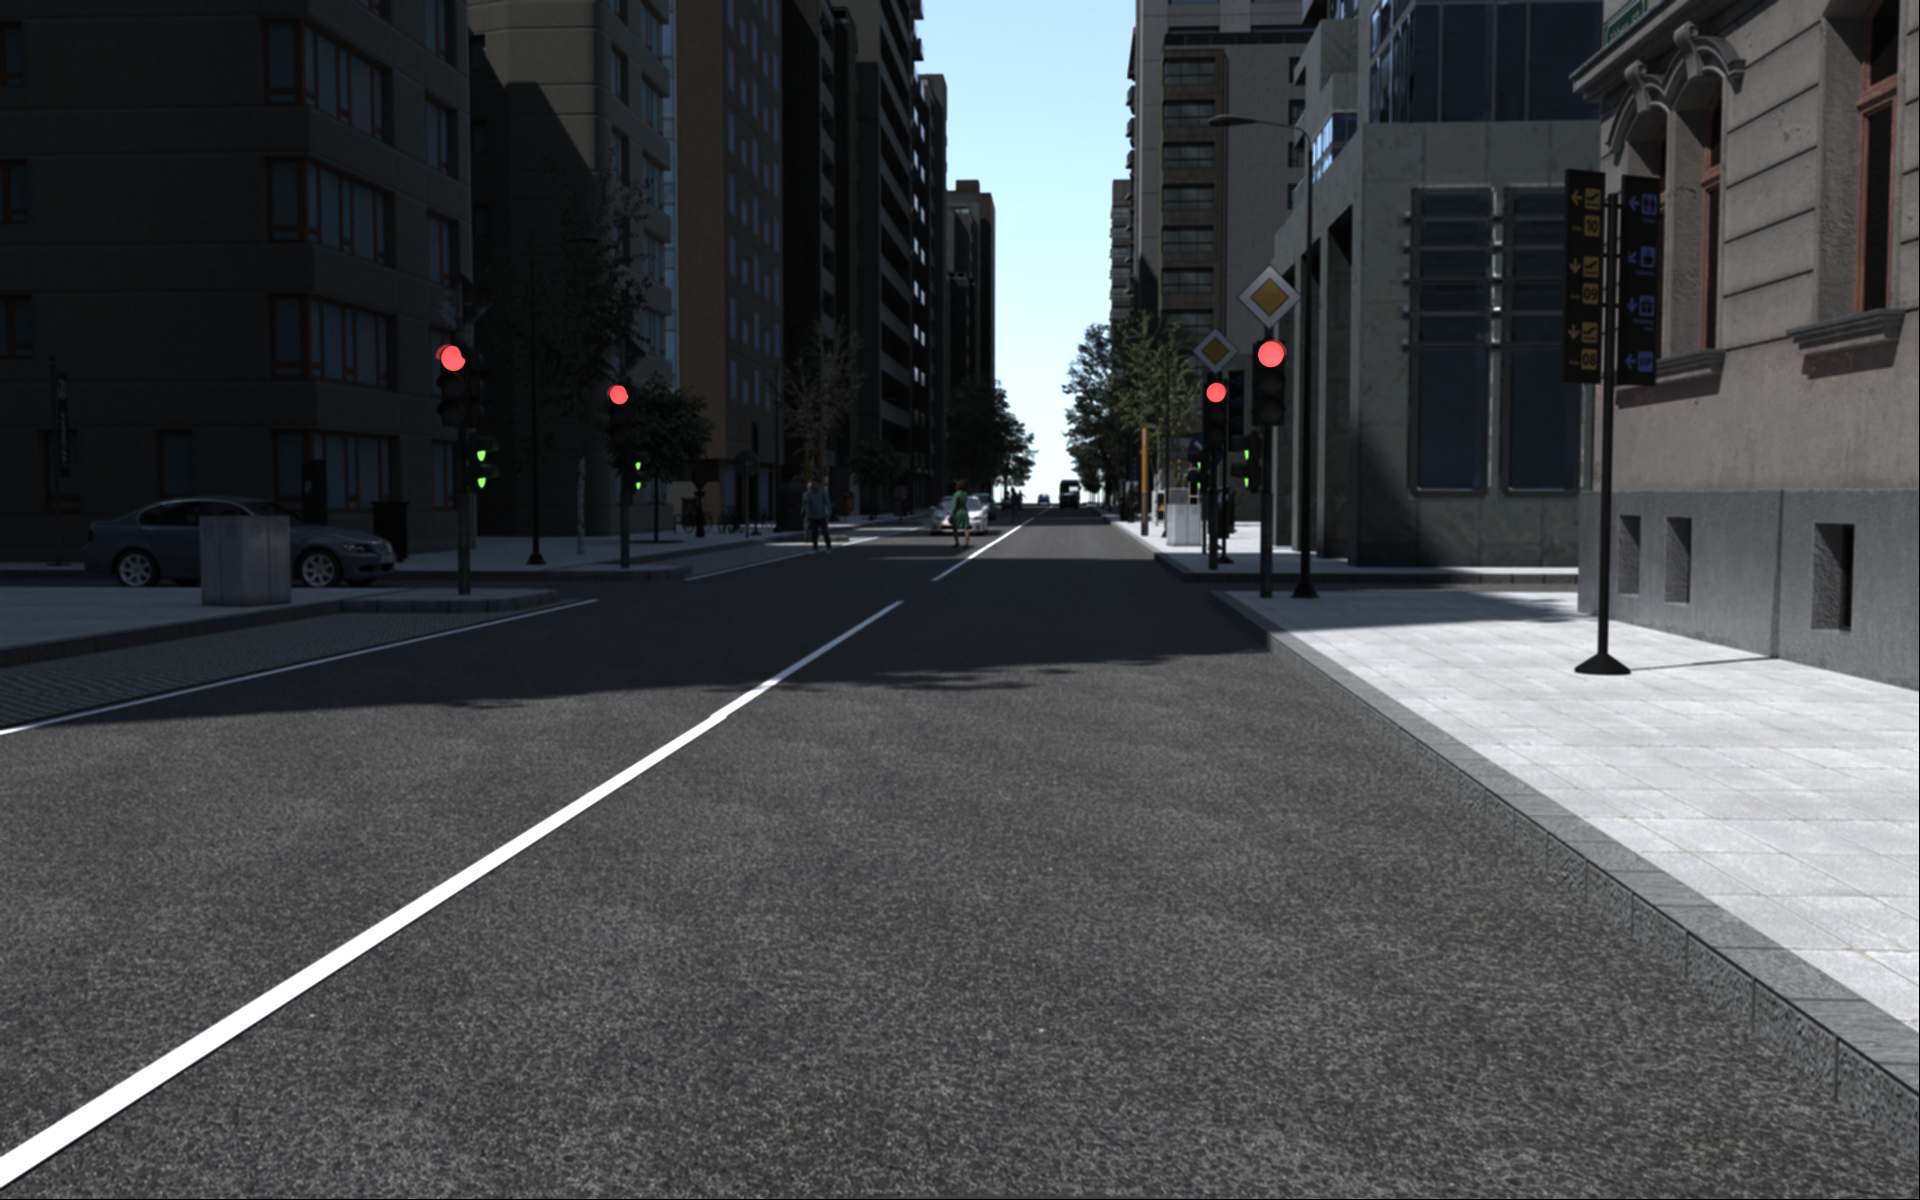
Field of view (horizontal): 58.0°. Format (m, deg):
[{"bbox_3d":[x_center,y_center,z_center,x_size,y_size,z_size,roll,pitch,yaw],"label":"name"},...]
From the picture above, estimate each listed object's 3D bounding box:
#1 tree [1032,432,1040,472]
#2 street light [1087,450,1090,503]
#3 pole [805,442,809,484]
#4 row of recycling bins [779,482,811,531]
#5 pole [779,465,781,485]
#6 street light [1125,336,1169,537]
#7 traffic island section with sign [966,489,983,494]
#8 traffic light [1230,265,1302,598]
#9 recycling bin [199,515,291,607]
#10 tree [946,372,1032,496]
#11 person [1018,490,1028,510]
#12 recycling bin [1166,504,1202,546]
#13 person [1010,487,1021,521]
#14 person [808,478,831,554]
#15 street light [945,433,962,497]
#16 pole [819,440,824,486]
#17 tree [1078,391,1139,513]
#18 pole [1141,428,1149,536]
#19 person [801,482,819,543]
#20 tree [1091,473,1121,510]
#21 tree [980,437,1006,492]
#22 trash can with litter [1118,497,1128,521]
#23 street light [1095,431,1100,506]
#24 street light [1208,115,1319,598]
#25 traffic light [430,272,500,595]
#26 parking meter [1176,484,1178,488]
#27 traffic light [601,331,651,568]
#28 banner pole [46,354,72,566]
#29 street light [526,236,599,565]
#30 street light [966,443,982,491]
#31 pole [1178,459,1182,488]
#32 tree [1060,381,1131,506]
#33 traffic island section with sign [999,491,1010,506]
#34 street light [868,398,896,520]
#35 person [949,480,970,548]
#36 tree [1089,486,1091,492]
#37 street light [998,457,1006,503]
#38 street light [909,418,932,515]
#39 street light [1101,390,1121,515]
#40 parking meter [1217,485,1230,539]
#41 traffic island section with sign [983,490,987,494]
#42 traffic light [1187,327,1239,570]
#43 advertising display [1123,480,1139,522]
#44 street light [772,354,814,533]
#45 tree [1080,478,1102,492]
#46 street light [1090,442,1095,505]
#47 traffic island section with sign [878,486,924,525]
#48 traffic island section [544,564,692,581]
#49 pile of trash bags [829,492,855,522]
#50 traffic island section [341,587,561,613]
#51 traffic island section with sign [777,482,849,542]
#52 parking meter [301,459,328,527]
[{"bbox_3d":[7.088,-21.888,264.528,9.857,13.997,8.962,0,3,0],"label":"tree"},{"bbox_3d":[12.165,-11.083,153.753,1.470,5.913,1.316,0,4,4],"label":"street light"},{"bbox_3d":[-5.940,-4.491,67.263,0.158,3.312,0.155,0,3,0],"label":"pole"},{"bbox_3d":[-5.751,-3.299,61.053,1.069,1.692,3.534,0,4,4],"label":"row of recycling bins"},{"bbox_3d":[-8.914,-5.595,85.324,0.158,3.312,0.155,0,3,0],"label":"pole"},{"bbox_3d":[5.585,-4.807,51.136,1.470,5.913,1.316,0,4,4],"label":"street light"},{"bbox_3d":[0.464,-7.326,128.413,1.989,1.847,2.006,0,4,4],"label":"traffic island section with sign"},{"bbox_3d":[3.778,-1.985,21.378,0.839,4.253,0.868,0,4,4],"label":"traffic light"},{"bbox_3d":[-8.306,-0.464,20.141,0.722,1.027,0.722,2,4,25],"label":"recycling bin"},{"bbox_3d":[1.062,-16.721,180.051,9.857,13.997,8.962,0,3,0],"label":"tree"},{"bbox_3d":[5.593,-9.309,160.705,1.348,1.824,0.705,-1,4,-9],"label":"person"},{"bbox_3d":[5.534,-1.851,42.812,0.722,1.027,0.722,0,4,-8],"label":"recycling bin"},{"bbox_3d":[2.858,-5.026,91.019,0.721,1.781,0.623,-1,4,-23],"label":"person"},{"bbox_3d":[-3.342,-2.018,41.506,0.660,1.820,0.620,1,4,21],"label":"person"},{"bbox_3d":[-0.567,-9.804,132.837,1.470,5.913,1.316,0,4,4],"label":"street light"},{"bbox_3d":[-5.209,-4.362,65.168,0.158,3.312,0.155,0,3,0],"label":"pole"},{"bbox_3d":[10.028,-10.029,114.331,4.360,8.622,3.978,0,3,0],"label":"tree"},{"bbox_3d":[5.679,-3.628,53.155,0.158,3.312,0.155,0,3,0],"label":"pole"},{"bbox_3d":[-4.355,-2.557,50.733,0.576,1.772,0.534,0,4,-6],"label":"person"},{"bbox_3d":[12.206,-9.033,142.283,1.663,3.219,1.824,0,3,0],"label":"tree"},{"bbox_3d":[3.279,-15.592,205.288,4.737,8.622,4.395,0,3,0],"label":"tree"},{"bbox_3d":[7.859,-4.395,83.242,0.624,1.170,1.055,0,4,0],"label":"trash can with litter"},{"bbox_3d":[9.000,-8.047,104.104,1.470,5.913,1.316,0,4,4],"label":"street light"},{"bbox_3d":[3.745,-2.986,21.367,1.470,5.913,1.316,0,4,4],"label":"street light"},{"bbox_3d":[-6.313,-2.024,22.008,0.839,4.253,0.868,0,4,4],"label":"traffic light"},{"bbox_3d":[12.839,-5.859,101.502,0.255,1.863,0.399,2,4,23],"label":"parking meter"},{"bbox_3d":[-5.802,-2.511,29.976,0.839,4.253,0.868,0,4,4],"label":"traffic light"},{"bbox_3d":[-16.196,-2.519,31.195,0.401,3.779,0.863,0,4,-6],"label":"banner pole"},{"bbox_3d":[-7.193,-3.598,31.372,1.470,5.913,1.316,0,4,4],"label":"street light"},{"bbox_3d":[1.128,-11.409,159.071,1.470,5.913,1.316,0,4,4],"label":"street light"},{"bbox_3d":[12.778,-6.537,100.721,0.158,3.312,0.155,0,3,0],"label":"pole"},{"bbox_3d":[15.997,-17.305,189.583,9.857,13.997,8.962,0,3,0],"label":"tree"},{"bbox_3d":[5.839,-12.441,212.030,1.989,1.847,2.006,0,4,4],"label":"traffic island section with sign"},{"bbox_3d":[-3.785,-6.829,84.192,1.470,5.913,1.316,0,4,4],"label":"street light"},{"bbox_3d":[0.017,-2.259,45.679,0.529,1.795,0.600,3,5,43],"label":"person"},{"bbox_3d":[17.183,-13.876,221.469,1.663,3.219,1.824,0,3,0],"label":"tree"},{"bbox_3d":[4.707,-14.903,216.201,1.470,5.913,1.316,0,4,4],"label":"street light"},{"bbox_3d":[-2.440,-8.185,106.366,1.470,5.913,1.316,0,4,4],"label":"street light"},{"bbox_3d":[7.159,-6.431,77.687,1.470,5.913,1.316,0,4,4],"label":"street light"},{"bbox_3d":[7.579,-2.539,49.916,0.372,1.533,0.369,0,3,0],"label":"parking meter"},{"bbox_3d":[2.205,-8.984,155.510,1.989,1.847,2.006,0,4,4],"label":"traffic island section with sign"},{"bbox_3d":[4.290,-2.473,29.347,0.839,4.253,0.868,0,4,4],"label":"traffic light"},{"bbox_3d":[7.974,-4.620,80.751,0.974,1.923,0.123,-3,5,-42],"label":"advertising display"},{"bbox_3d":[-5.536,-5.195,57.480,1.470,5.913,1.316,0,4,4],"label":"street light"},{"bbox_3d":[19.368,-16.645,255.851,4.285,4.588,4.351,0,3,0],"label":"tree"},{"bbox_3d":[10.522,-9.486,127.644,1.470,5.913,1.316,0,4,4],"label":"street light"},{"bbox_3d":[-2.683,-4.327,79.367,1.989,1.847,2.006,0,4,4],"label":"traffic island section with sign"},{"bbox_3d":[-5.841,-0.479,30.113,2.009,0.180,2.903,0,4,4],"label":"traffic island section"},{"bbox_3d":[-6.287,-4.320,80.381,3.447,1.369,1.912,-3,5,-43],"label":"pile of trash bags"},{"bbox_3d":[-6.353,0.008,22.145,2.009,0.180,2.903,0,4,4],"label":"traffic island section"},{"bbox_3d":[-4.405,-2.681,52.467,1.989,1.847,2.006,0,4,4],"label":"traffic island section with sign"},{"bbox_3d":[-10.961,-1.450,29.421,0.399,1.863,0.255,2,4,33],"label":"parking meter"}]
